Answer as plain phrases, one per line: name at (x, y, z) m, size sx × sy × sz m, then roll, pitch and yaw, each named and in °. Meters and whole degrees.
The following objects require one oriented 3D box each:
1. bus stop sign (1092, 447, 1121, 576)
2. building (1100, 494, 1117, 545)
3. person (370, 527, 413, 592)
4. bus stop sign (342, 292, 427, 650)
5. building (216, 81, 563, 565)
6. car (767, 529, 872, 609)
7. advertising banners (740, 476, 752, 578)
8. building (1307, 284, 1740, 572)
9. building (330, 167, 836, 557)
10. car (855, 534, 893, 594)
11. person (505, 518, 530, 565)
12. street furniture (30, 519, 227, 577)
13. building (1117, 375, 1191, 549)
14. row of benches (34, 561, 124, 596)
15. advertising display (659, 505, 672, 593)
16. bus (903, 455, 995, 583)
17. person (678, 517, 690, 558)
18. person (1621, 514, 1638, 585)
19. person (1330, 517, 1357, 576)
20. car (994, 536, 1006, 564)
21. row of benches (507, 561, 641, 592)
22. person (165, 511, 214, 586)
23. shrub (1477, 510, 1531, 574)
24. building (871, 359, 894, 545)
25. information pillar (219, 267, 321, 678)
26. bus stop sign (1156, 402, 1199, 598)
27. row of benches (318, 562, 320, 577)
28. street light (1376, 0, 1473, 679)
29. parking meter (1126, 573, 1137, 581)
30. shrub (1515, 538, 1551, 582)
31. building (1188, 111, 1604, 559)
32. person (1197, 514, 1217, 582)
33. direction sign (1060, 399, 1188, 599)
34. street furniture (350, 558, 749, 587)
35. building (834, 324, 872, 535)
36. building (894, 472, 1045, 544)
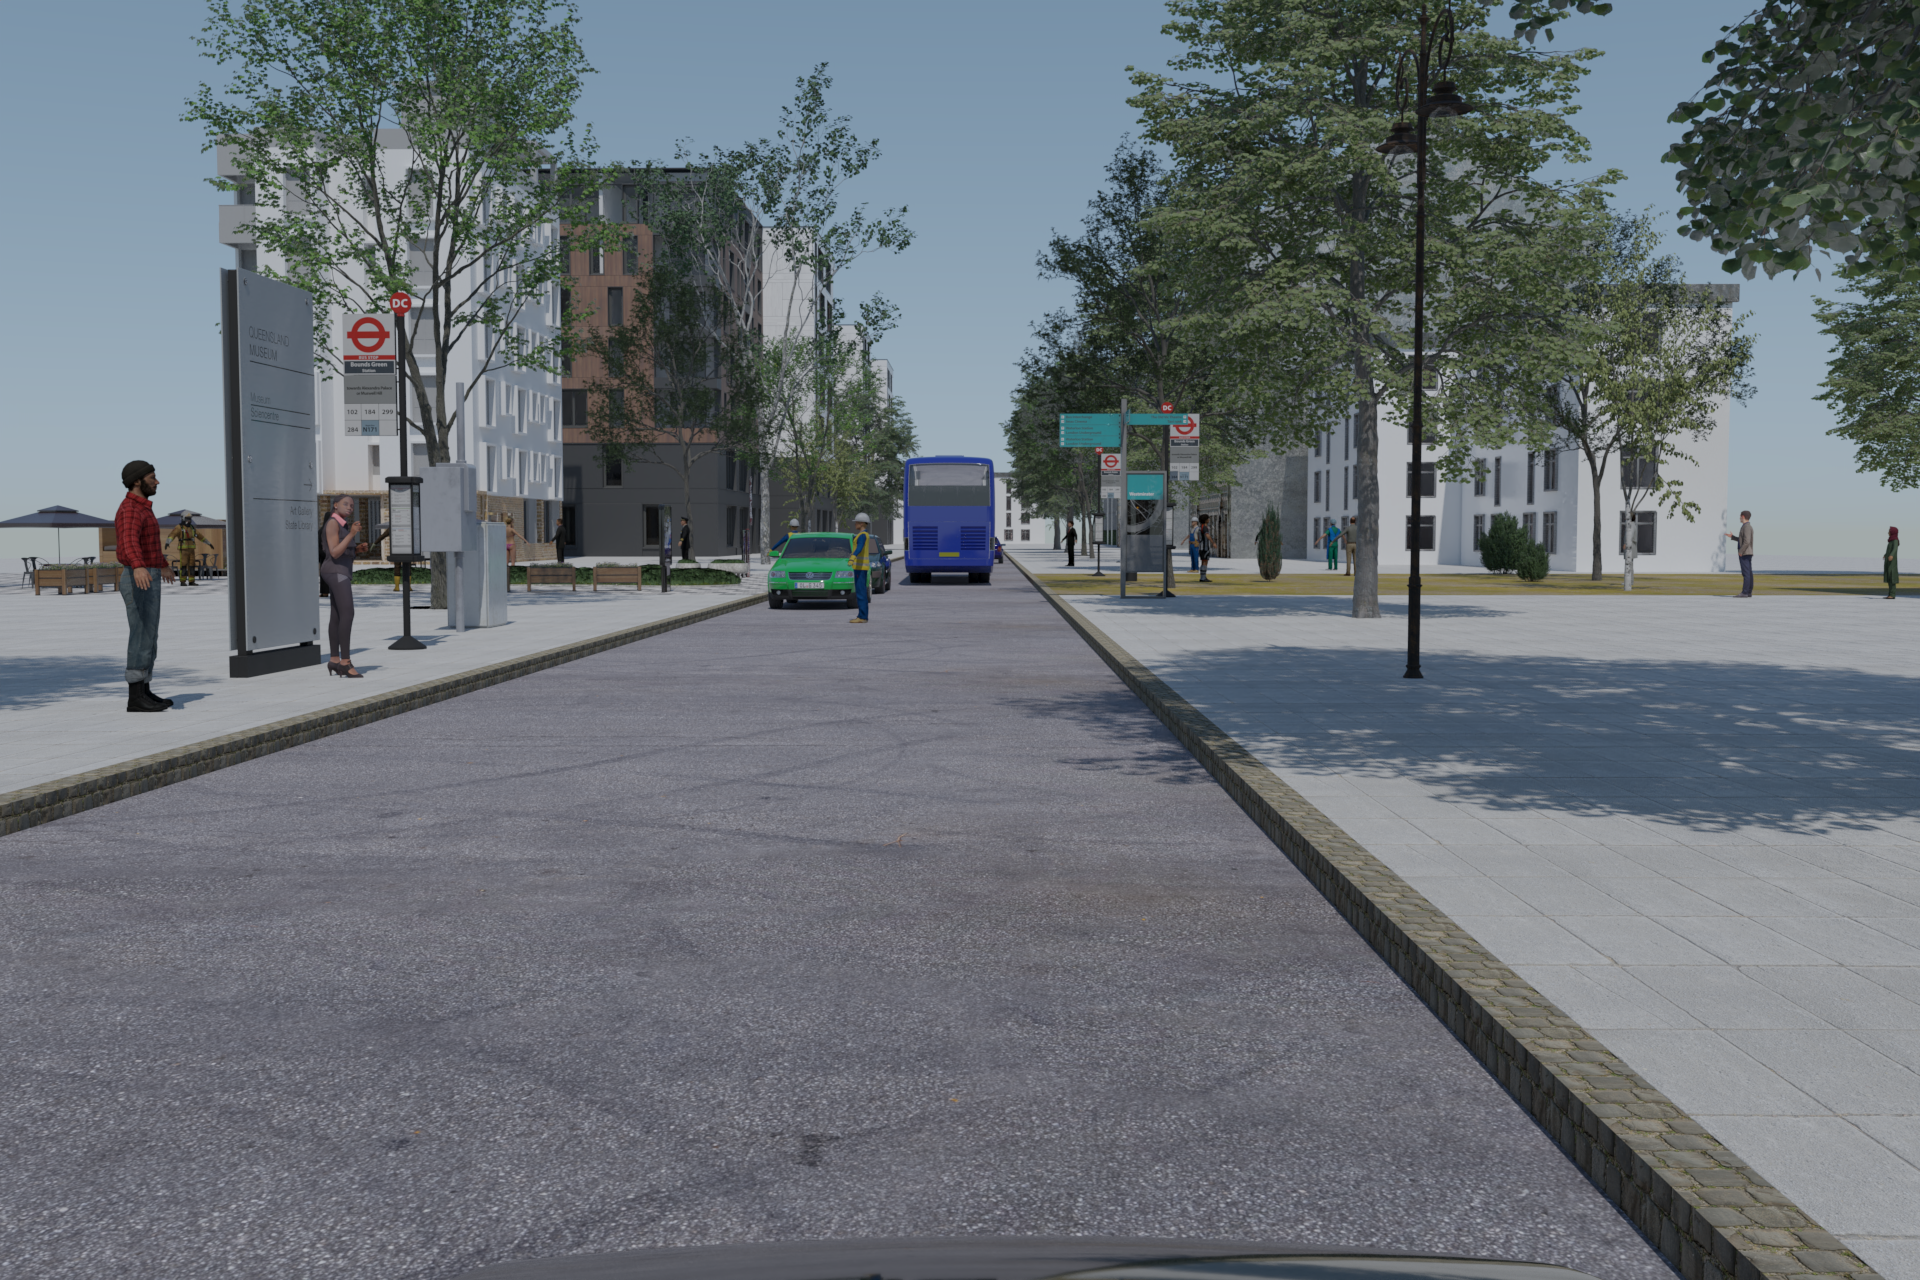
bus stop sign at (4.433, -3.903, 52.512) m, size 0.855 × 3.939 × 0.416 m, roll 0°, pitch 4°, yaw 1°
building at (25.988, -20.794, 206.443) m, size 16.747 × 18.905 × 31.486 m, roll 0°, pitch 4°, yaw 1°
person at (-12.421, -1.983, 38.552) m, size 1.346 × 1.812 × 0.704 m, roll -1°, pitch 4°, yaw -18°
bus stop sign at (-6.383, -1.865, 19.201) m, size 0.855 × 3.939 × 0.416 m, roll 0°, pitch 4°, yaw 1°
building at (-25.066, -13.298, 73.850) m, size 16.016 × 20.090 × 11.380 m, roll 0°, pitch 4°, yaw 1°
car at (-2.763, -1.582, 34.661) m, size 1.959 × 1.807 × 4.718 m, roll 0°, pitch 4°, yaw 1°
advertising banners at (-6.331, -3.383, 51.501) m, size 0.090 × 3.025 × 2.074 m, roll 0°, pitch 4°, yaw 2°
building at (21.641, -7.960, 72.294) m, size 9.099 × 9.664 × 28.070 m, roll 0°, pitch 4°, yaw 0°
building at (-23.646, -16.480, 113.416) m, size 27.936 × 21.610 × 32.646 m, roll 0°, pitch 4°, yaw 2°
car at (-2.636, -2.016, 42.751) m, size 2.009 × 1.686 × 4.222 m, roll 0°, pitch 4°, yaw 1°
person at (-12.760, -2.599, 49.294) m, size 1.217 × 1.733 × 0.721 m, roll 1°, pitch 4°, yaw 22°
street furniture at (-23.364, -2.986, 55.670) m, size 9.812 × 1.723 × 11.010 m, roll 0°, pitch 4°, yaw -1°
building at (24.450, -20.102, 159.593) m, size 19.493 × 23.208 × 18.063 m, roll 0°, pitch 4°, yaw 1°
row of benches at (-19.025, -1.375, 37.939) m, size 1.422 × 0.672 × 4.104 m, roll 0°, pitch 4°, yaw -2°
advertising display at (-6.491, -2.018, 38.204) m, size 0.123 × 1.923 × 0.974 m, roll 0°, pitch 4°, yaw 0°
bus at (-0.299, -3.794, 53.578) m, size 2.896 × 3.916 × 12.251 m, roll 0°, pitch 3°, yaw 0°
person at (-8.798, -3.015, 55.236) m, size 0.705 × 1.837 × 1.347 m, roll 0°, pitch 4°, yaw -3°
person at (16.817, -2.286, 43.558) m, size 0.705 × 1.806 × 1.347 m, roll 1°, pitch 4°, yaw 22°
person at (11.992, -2.858, 52.997) m, size 1.348 × 1.796 × 0.705 m, roll 0°, pitch 4°, yaw -6°
car at (1.280, -4.439, 85.157) m, size 1.945 × 1.354 × 3.894 m, roll 0°, pitch 4°, yaw 1°
row of benches at (-9.240, -1.428, 38.815) m, size 4.104 × 0.672 × 1.422 m, roll -1°, pitch 4°, yaw -12°
person at (-18.962, -2.248, 42.522) m, size 0.705 × 1.858 × 1.354 m, roll 2°, pitch 4°, yaw 30°
shrub at (17.412, -3.143, 55.433) m, size 1.661 × 2.075 × 1.752 m, roll 0°, pitch 3°, yaw 0°
building at (-22.448, -21.792, 200.278) m, size 27.936 × 21.610 × 32.646 m, roll 0°, pitch 4°, yaw 1°
information pillar at (-6.403, -1.518, 16.141) m, size 0.184 × 3.620 × 1.656 m, roll 0°, pitch 4°, yaw 2°
bus stop sign at (4.402, -2.837, 35.084) m, size 0.855 × 3.939 × 0.416 m, roll 0°, pitch 4°, yaw 1°
row of benches at (-16.909, -1.784, 44.634) m, size 1.422 × 0.672 × 4.104 m, roll 0°, pitch 4°, yaw 5°
street light at (4.042, -2.598, 15.268) m, size 0.468 × 5.910 × 1.993 m, roll 0°, pitch 4°, yaw 0°
parking meter at (4.631, -2.362, 47.028) m, size 0.372 × 1.533 × 0.369 m, roll 0°, pitch 3°, yaw 0°
shrub at (15.394, -2.167, 46.544) m, size 1.383 × 1.207 × 1.383 m, roll 0°, pitch 3°, yaw 0°
building at (23.333, -16.323, 97.814) m, size 19.493 × 23.208 × 18.063 m, roll 0°, pitch 4°, yaw 1°
person at (6.562, -2.455, 46.283) m, size 0.704 × 1.843 × 1.345 m, roll -1°, pitch 4°, yaw -9°
direction sign at (3.230, -2.751, 33.741) m, size 2.525 × 3.948 × 1.411 m, roll 0°, pitch 4°, yaw 1°
street furniture at (-10.288, -1.775, 44.643) m, size 10.072 × 0.657 × 5.734 m, roll 1°, pitch 4°, yaw 10°
building at (-23.390, -19.743, 166.765) m, size 27.936 × 21.610 × 32.646 m, roll 0°, pitch 4°, yaw 1°
building at (-2.472, -17.494, 230.632) m, size 28.070 × 9.664 × 9.099 m, roll 0°, pitch 4°, yaw -8°
